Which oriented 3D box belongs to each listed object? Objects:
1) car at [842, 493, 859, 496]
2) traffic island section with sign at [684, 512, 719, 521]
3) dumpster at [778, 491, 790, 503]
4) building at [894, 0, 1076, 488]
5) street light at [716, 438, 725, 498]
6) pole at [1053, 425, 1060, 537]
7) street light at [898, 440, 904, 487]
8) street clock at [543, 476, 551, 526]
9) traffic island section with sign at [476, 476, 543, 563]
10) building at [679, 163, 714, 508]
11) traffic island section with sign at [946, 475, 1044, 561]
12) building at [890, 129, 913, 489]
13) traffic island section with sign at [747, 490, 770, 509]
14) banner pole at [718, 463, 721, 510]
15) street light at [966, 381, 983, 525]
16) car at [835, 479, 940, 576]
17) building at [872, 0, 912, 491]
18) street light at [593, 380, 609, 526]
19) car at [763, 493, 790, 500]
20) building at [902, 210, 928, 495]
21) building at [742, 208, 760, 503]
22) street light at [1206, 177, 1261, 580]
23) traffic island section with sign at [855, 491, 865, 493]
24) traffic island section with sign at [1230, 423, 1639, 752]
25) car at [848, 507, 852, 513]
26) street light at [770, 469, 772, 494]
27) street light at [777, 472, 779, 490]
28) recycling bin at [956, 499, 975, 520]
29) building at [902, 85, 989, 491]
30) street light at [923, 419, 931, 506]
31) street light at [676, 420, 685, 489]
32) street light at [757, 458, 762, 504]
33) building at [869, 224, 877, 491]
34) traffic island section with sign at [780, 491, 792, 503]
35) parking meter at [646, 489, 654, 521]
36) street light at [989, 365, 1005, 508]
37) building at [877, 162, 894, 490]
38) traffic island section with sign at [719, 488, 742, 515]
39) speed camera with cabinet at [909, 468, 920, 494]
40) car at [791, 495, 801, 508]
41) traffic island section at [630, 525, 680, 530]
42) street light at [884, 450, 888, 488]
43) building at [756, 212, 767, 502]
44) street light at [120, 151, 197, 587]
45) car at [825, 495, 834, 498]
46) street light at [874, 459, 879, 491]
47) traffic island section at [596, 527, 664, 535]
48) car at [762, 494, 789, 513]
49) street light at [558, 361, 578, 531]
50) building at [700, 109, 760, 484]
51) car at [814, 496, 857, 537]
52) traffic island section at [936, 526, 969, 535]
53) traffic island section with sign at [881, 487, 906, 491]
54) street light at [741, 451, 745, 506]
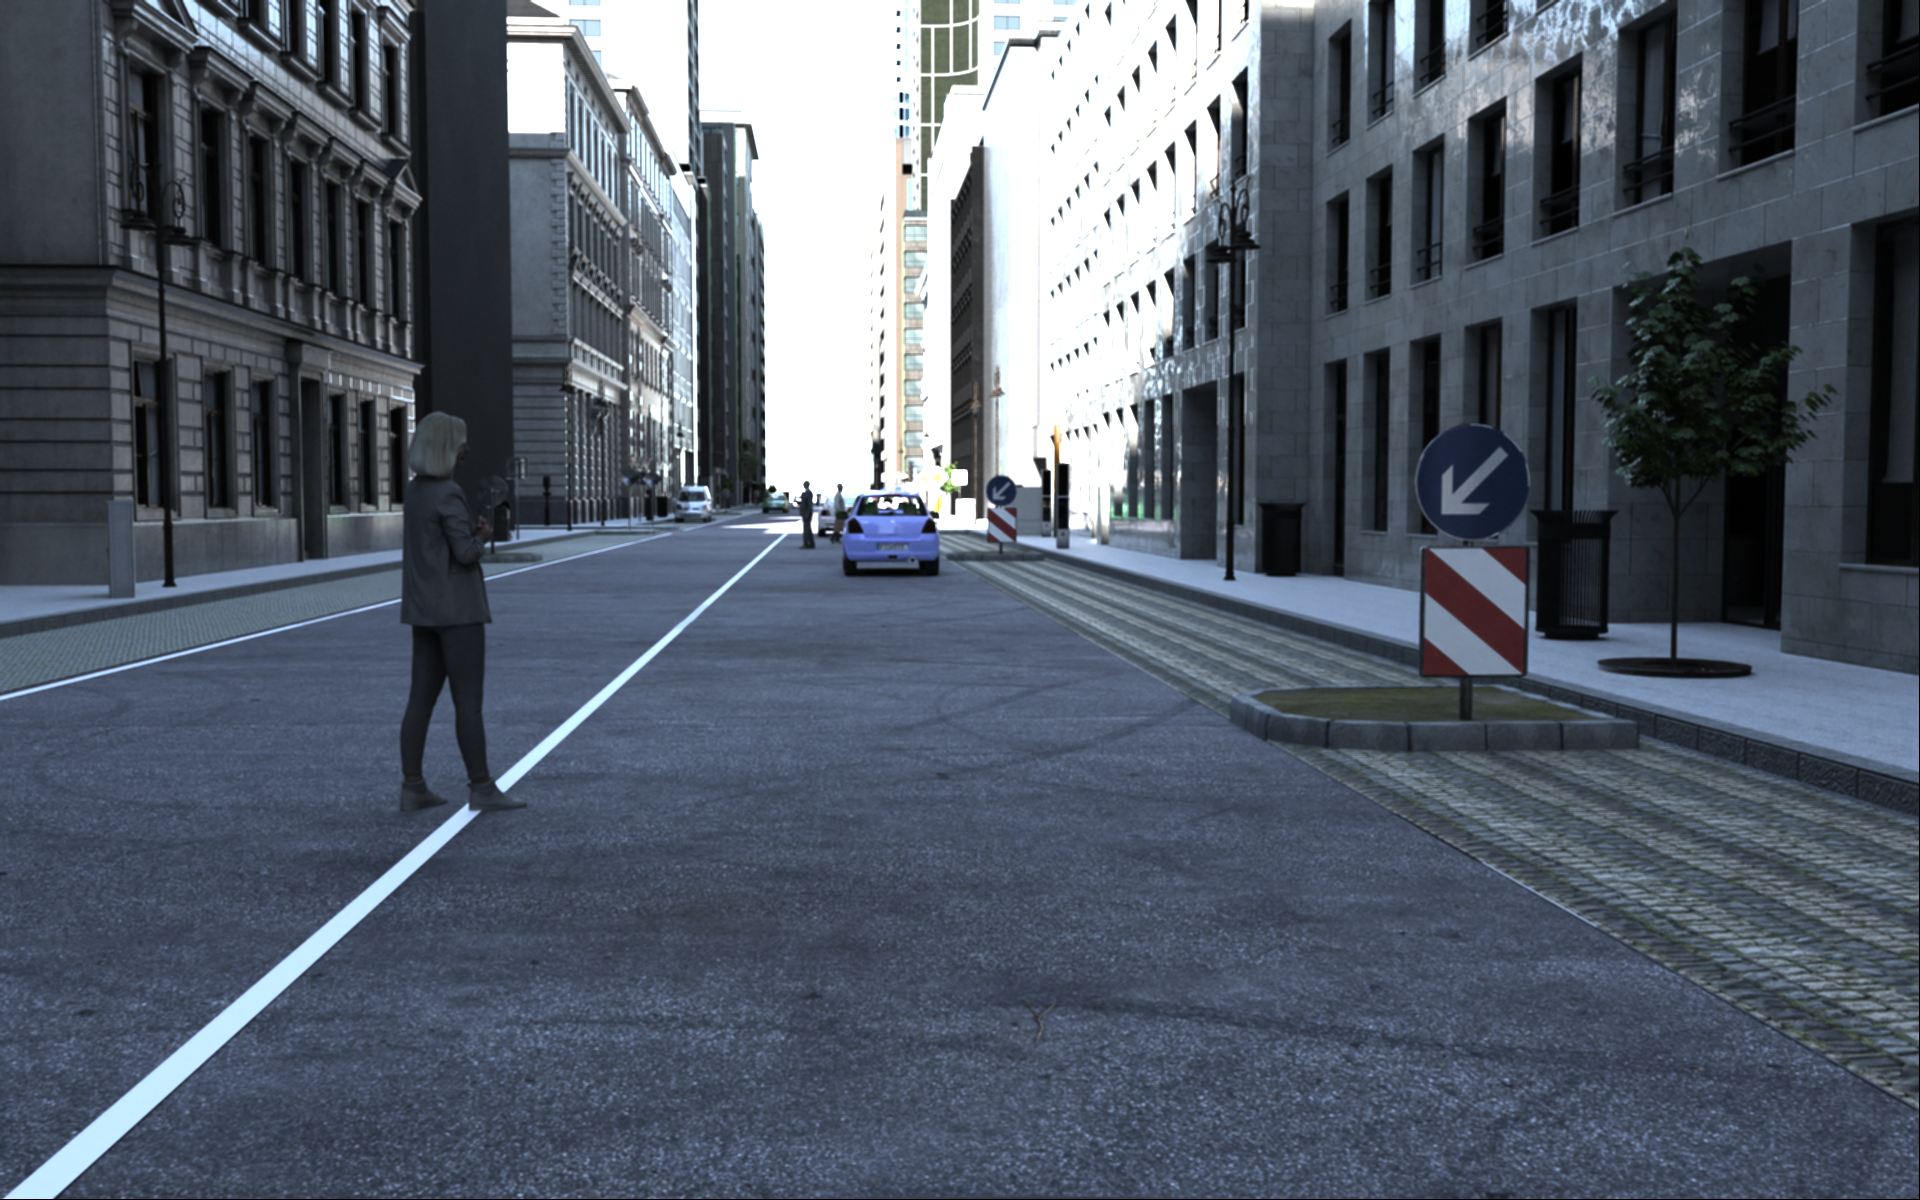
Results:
[{"bbox_3d":[-4.708,-4.142,76.517,1.959,1.807,4.718,0,4,-5],"label":"car"},{"bbox_3d":[-14.035,-5.115,92.263,1.989,1.847,2.006,0,4,-4],"label":"traffic island section with sign"},{"bbox_3d":[-26.162,-15.235,257.302,1.865,1.857,1.264,0,4,-3],"label":"dumpster"},{"bbox_3d":[3.134,-46.274,194.834,20.563,71.187,20.611,0,4,-4],"label":"building"},{"bbox_3d":[-19.984,-10.580,145.774,0.468,5.910,1.993,0,4,-4],"label":"street light"},{"bbox_3d":[2.862,-3.505,51.157,0.158,3.312,0.155,0,3,0],"label":"pole"},{"bbox_3d":[-5.004,-10.656,147.019,0.468,5.910,1.993,0,4,-4],"label":"street light"},{"bbox_3d":[-16.631,-3.987,69.750,0.358,2.002,0.471,0,4,-5],"label":"street clock"},{"bbox_3d":[-9.893,-1.704,36.495,1.989,1.847,2.006,0,4,-4],"label":"traffic island section with sign"},{"bbox_3d":[-29.073,-23.163,150.414,14.160,30.474,14.107,0,4,-4],"label":"building"},{"bbox_3d":[0.719,-1.775,37.645,1.989,1.847,2.006,0,4,-4],"label":"traffic island section with sign"},{"bbox_3d":[-1.332,-34.441,213.215,14.600,45.320,14.200,0,4,-4],"label":"building"},{"bbox_3d":[-19.704,-9.768,168.339,1.989,1.847,2.006,0,4,-4],"label":"traffic island section with sign"},{"bbox_3d":[-19.373,-9.149,139.606,0.401,3.779,0.863,1,4,12],"label":"banner pole"},{"bbox_3d":[0.645,-6.005,70.977,0.468,5.910,1.993,0,4,-4],"label":"street light"},{"bbox_3d":[-1.306,-1.353,31.712,1.945,1.707,3.694,0,4,-5],"label":"car"},{"bbox_3d":[-2.055,-58.288,265.673,22.319,86.520,31.000,0,4,-4],"label":"building"},{"bbox_3d":[-14.354,-5.910,69.423,0.468,5.910,1.993,0,4,-4],"label":"street light"},{"bbox_3d":[-14.340,-7.717,135.210,2.155,1.783,4.494,0,4,-6],"label":"car"},{"bbox_3d":[1.004,-24.877,178.441,14.160,30.474,14.107,0,4,-4],"label":"building"},{"bbox_3d":[-37.620,-37.449,262.401,14.600,45.320,14.200,0,4,-4],"label":"building"},{"bbox_3d":[4.023,-3.233,25.652,0.468,5.910,1.993,0,4,-4],"label":"street light"},{"bbox_3d":[-11.125,-11.516,196.908,1.989,1.847,2.006,0,4,-4],"label":"traffic island section with sign"},{"bbox_3d":[2.724,-0.116,10.521,1.989,1.847,2.006,0,4,-4],"label":"traffic island section with sign"},{"bbox_3d":[-1.762,-1.981,41.983,1.945,1.707,3.694,0,4,-3],"label":"car"},{"bbox_3d":[-28.880,-17.872,264.996,0.468,5.910,1.993,0,4,-4],"label":"street light"},{"bbox_3d":[-31.642,-20.104,301.487,0.468,5.910,1.993,0,4,-4],"label":"street light"},{"bbox_3d":[0.276,-4.436,85.085,0.722,1.027,0.722,-2,4,-25],"label":"recycling bin"},{"bbox_3d":[10.841,-28.578,159.131,32.217,40.220,23.993,0,4,-4],"label":"building"},{"bbox_3d":[-2.081,-8.227,107.292,0.468,5.910,1.993,0,4,-4],"label":"street light"},{"bbox_3d":[-17.139,-8.161,106.217,0.468,5.910,1.993,0,4,-4],"label":"street light"},{"bbox_3d":[-26.206,-15.651,228.686,0.468,5.910,1.993,0,4,-4],"label":"street light"},{"bbox_3d":[-4.425,-40.946,293.172,21.300,48.544,21.600,0,4,-4],"label":"building"},{"bbox_3d":[-27.882,-16.503,278.449,1.989,1.847,2.006,0,4,-4],"label":"traffic island section with sign"},{"bbox_3d":[-14.974,-4.601,83.631,0.372,1.533,0.369,0,3,0],"label":"parking meter"},{"bbox_3d":[1.324,-5.455,61.984,0.468,5.910,1.993,0,4,-4],"label":"street light"},{"bbox_3d":[-0.193,-37.734,240.646,21.300,48.544,21.600,0,4,-4],"label":"building"},{"bbox_3d":[-16.054,-6.759,119.143,1.989,1.847,2.006,0,4,-4],"label":"traffic island section with sign"},{"bbox_3d":[-3.543,-8.573,134.506,0.660,3.252,2.038,1,4,9],"label":"speed camera with cabinet"},{"bbox_3d":[-16.864,-10.497,183.981,2.083,1.381,4.827,0,4,-4],"label":"car"},{"bbox_3d":[-12.341,-2.886,69.462,2.009,0.180,2.903,0,4,-4],"label":"traffic island section"},{"bbox_3d":[-7.900,-12.903,183.743,0.468,5.910,1.993,0,4,-4],"label":"street light"},{"bbox_3d":[-42.482,-40.135,279.910,21.300,48.544,21.600,0,4,-4],"label":"building"},{"bbox_3d":[-10.943,-3.120,23.800,0.468,5.910,1.993,0,4,-4],"label":"street light"},{"bbox_3d":[-16.004,-12.545,217.467,2.083,1.381,4.827,0,4,-6],"label":"car"},{"bbox_3d":[-11.166,-15.743,230.185,0.468,5.910,1.993,0,4,-4],"label":"street light"},{"bbox_3d":[-11.749,-2.399,61.499,2.009,0.180,2.903,0,4,-4],"label":"traffic island section"},{"bbox_3d":[-13.885,-7.442,130.470,1.959,1.807,4.718,0,4,-2],"label":"car"},{"bbox_3d":[-13.634,-5.353,60.312,0.468,5.910,1.993,0,4,-4],"label":"street light"},{"bbox_3d":[-42.544,-39.836,240.559,28.713,52.752,27.495,0,4,-4],"label":"building"},{"bbox_3d":[-3.992,-2.900,59.771,2.083,1.381,4.827,0,4,-5],"label":"car"},{"bbox_3d":[-0.788,-2.448,62.306,2.009,0.180,2.903,0,4,-4],"label":"traffic island section"},{"bbox_3d":[-3.342,-5.114,92.249,1.989,1.847,2.006,0,4,-4],"label":"traffic island section with sign"},{"bbox_3d":[-22.862,-12.829,182.549,0.468,5.910,1.993,0,4,-4],"label":"street light"}]
